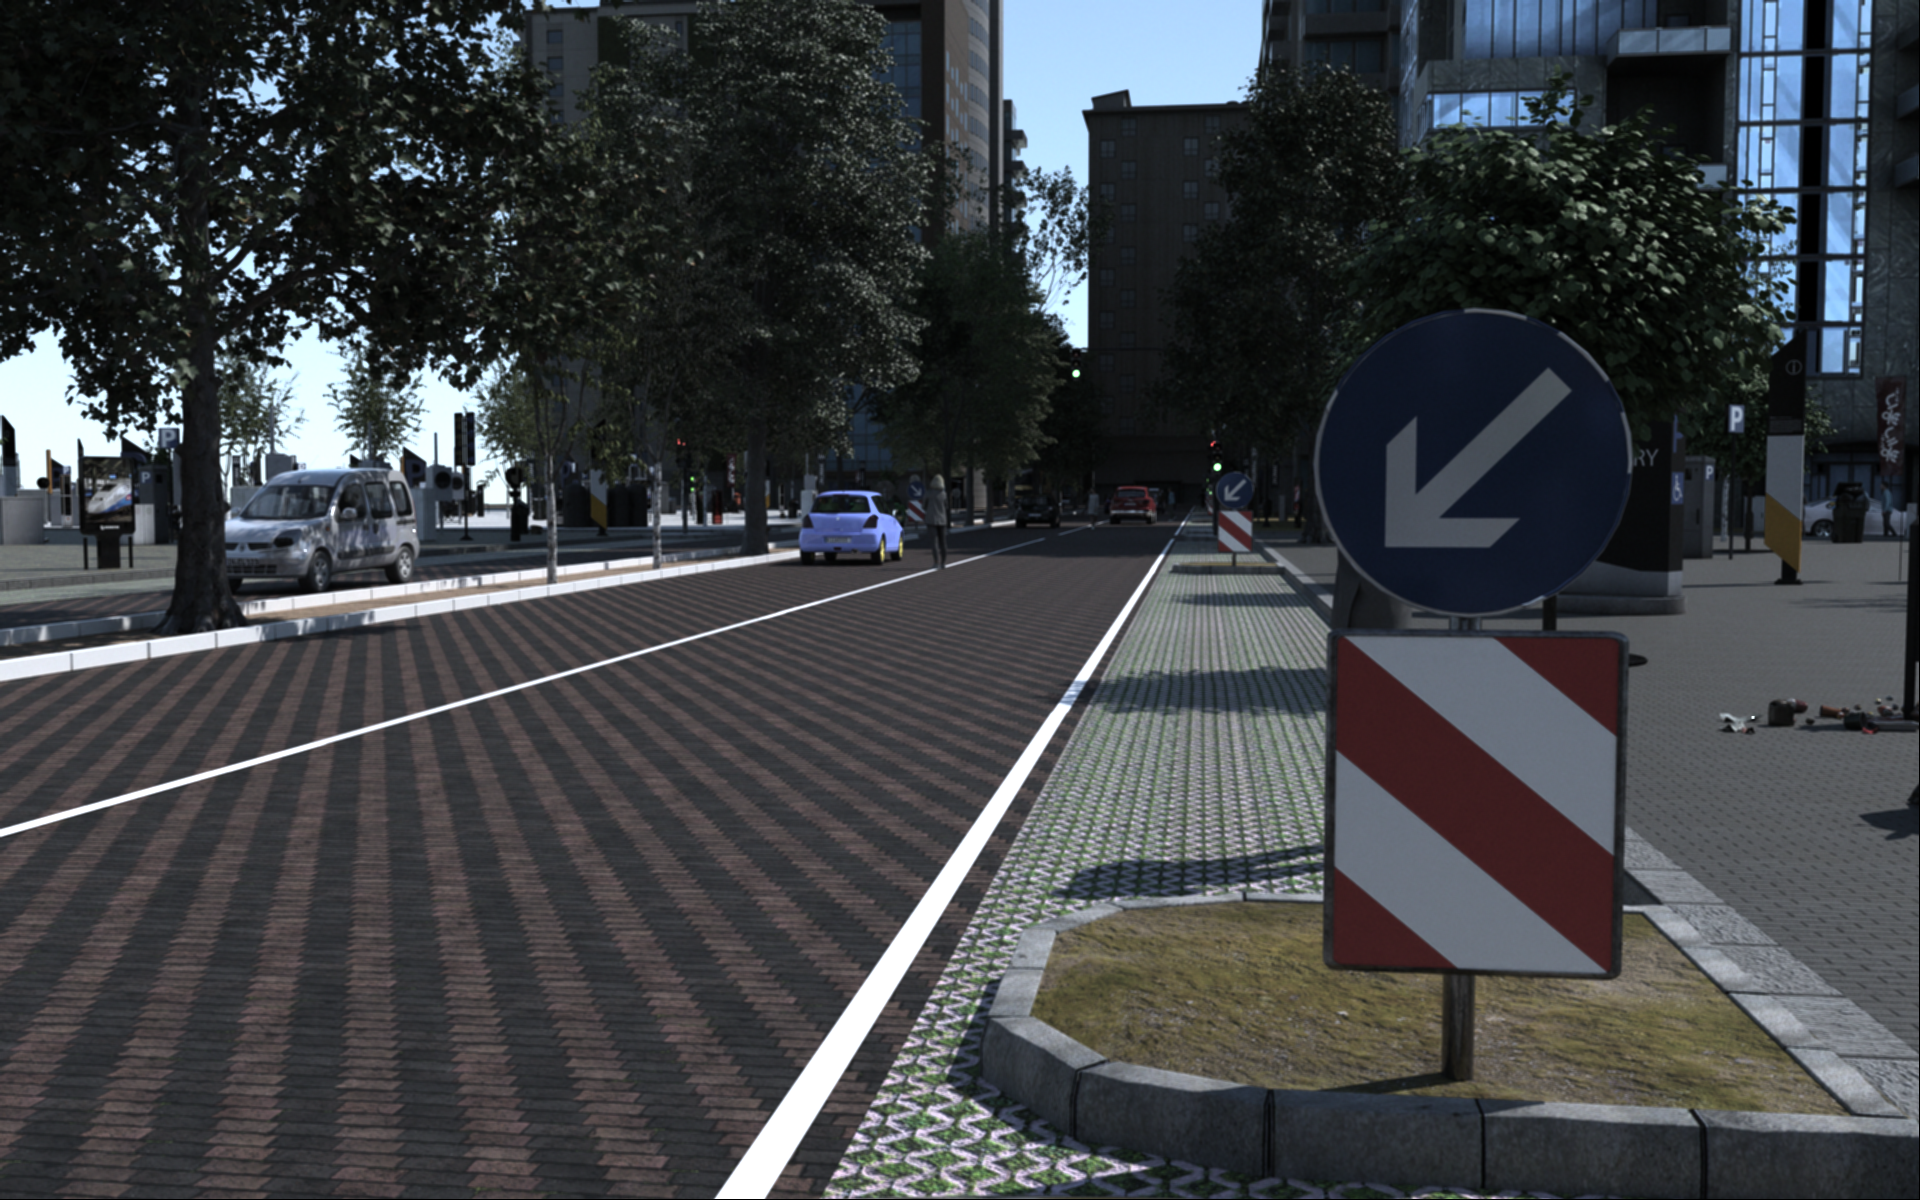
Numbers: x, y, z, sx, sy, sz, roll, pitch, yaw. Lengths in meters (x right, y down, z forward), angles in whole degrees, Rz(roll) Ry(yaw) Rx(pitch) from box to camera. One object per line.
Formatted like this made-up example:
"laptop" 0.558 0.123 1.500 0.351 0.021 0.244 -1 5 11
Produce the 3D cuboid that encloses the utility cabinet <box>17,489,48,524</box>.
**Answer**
"utility cabinet" -38.764 -3.890 72.273 1.173 1.500 0.318 -1 4 -22

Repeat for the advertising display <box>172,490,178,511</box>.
"advertising display" -50.131 -6.446 110.608 0.123 1.923 0.974 0 4 -6

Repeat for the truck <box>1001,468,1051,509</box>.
"truck" 5.257 -8.391 133.111 3.469 3.379 9.791 1 4 9

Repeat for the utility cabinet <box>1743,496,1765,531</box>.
"utility cabinet" 27.459 -2.973 59.771 1.020 1.237 0.306 -3 4 -36

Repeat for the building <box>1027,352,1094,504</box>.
"building" 3.128 -24.035 238.018 28.899 21.520 27.650 0 4 8

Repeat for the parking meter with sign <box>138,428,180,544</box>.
"parking meter with sign" -20.876 -2.967 44.769 0.543 3.016 1.738 0 4 7

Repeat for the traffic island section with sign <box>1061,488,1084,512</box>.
"traffic island section with sign" 8.939 -7.880 136.968 2.006 1.907 1.989 0 4 8

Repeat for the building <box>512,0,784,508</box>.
"building" -37.418 -40.667 206.897 28.212 58.520 21.231 0 4 8

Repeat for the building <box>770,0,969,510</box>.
"building" -7.073 -30.349 146.310 14.600 45.320 14.200 0 4 8

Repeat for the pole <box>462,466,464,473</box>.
"pole" -32.337 -7.277 112.822 0.158 3.312 0.155 0 3 0

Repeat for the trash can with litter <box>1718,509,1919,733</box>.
"trash can with litter" 5.174 0.078 9.776 2.233 1.210 1.678 -1 4 -12

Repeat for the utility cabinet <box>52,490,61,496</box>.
"utility cabinet" -45.009 -4.741 86.199 1.173 1.500 0.318 2 4 29

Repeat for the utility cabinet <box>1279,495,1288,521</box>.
"utility cabinet" 15.431 -4.366 82.544 0.306 1.237 1.020 1 4 19

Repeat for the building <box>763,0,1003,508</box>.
"building" -7.855 -38.250 167.389 21.231 58.520 28.212 0 4 8

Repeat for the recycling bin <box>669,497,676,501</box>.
"recycling bin" -23.622 -7.865 141.151 0.722 1.027 0.722 2 4 31

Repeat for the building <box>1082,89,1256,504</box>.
"building" 31.057 -39.386 233.198 27.495 52.752 28.713 0 4 8

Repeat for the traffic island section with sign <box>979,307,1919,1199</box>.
"traffic island section with sign" 1.094 0.253 4.493 1.989 1.847 2.006 0 4 8

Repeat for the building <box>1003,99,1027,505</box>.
"building" -7.835 -35.610 201.832 30.456 49.044 23.786 0 4 8

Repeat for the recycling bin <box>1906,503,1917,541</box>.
"recycling bin" 26.582 -2.146 47.641 0.722 1.027 0.722 -1 4 -16

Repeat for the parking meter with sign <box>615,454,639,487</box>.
"parking meter with sign" -14.615 -4.787 74.526 0.543 3.016 1.738 2 4 33

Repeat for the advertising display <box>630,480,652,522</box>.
"advertising display" -14.698 -4.558 79.735 0.974 1.923 0.123 0 4 -8

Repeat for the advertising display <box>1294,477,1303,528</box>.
"advertising display" 12.770 -3.682 65.419 0.123 1.923 0.974 0 4 -2

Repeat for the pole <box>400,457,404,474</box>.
"pole" -30.311 -6.134 94.140 0.158 3.312 0.155 0 3 0

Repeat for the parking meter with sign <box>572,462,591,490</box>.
"parking meter with sign" -20.577 -6.108 96.125 1.738 3.016 0.543 -2 4 -31

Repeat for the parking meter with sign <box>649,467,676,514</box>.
"parking meter with sign" -18.893 -6.973 110.262 0.543 3.016 1.738 3 5 44

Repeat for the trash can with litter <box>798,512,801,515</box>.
"trash can with litter" -8.856 -5.670 103.763 2.233 1.210 1.678 1 4 15

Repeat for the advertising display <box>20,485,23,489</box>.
"advertising display" -68.756 -7.420 126.528 0.123 1.923 0.974 0 4 5

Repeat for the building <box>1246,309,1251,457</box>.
"building" 40.202 -26.223 200.440 14.160 30.474 14.107 0 4 8

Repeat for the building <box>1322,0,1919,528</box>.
"building" 30.433 -46.294 69.581 31.000 86.520 22.319 0 4 8

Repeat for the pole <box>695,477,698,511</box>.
"pole" -20.249 -8.528 133.274 0.158 3.312 0.155 0 3 0

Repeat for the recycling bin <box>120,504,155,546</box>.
"recycling bin" -20.619 -1.873 43.175 0.722 1.027 0.722 1 4 21

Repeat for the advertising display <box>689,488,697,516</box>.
"advertising display" -15.935 -5.999 103.304 0.123 1.923 0.974 -2 4 -29

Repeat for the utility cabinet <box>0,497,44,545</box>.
"utility cabinet" -23.841 -2.005 43.947 0.306 1.237 1.020 3 5 40

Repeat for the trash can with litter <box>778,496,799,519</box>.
"trash can with litter" -8.990 -4.847 90.635 1.055 1.170 0.624 -1 4 -16

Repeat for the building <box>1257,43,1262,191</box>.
"building" 39.092 -31.133 163.647 22.147 44.769 28.867 0 4 8

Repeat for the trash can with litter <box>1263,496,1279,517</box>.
"trash can with litter" 17.763 -5.337 98.648 1.055 1.170 0.624 1 4 13

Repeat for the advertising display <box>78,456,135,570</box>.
"advertising display" -14.619 -1.498 29.699 0.123 1.923 0.974 2 4 29

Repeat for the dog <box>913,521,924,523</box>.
"dog" -2.072 -4.072 86.771 0.550 0.427 0.748 0 4 1

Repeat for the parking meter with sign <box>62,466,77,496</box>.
"parking meter with sign" -55.014 -6.831 107.944 0.543 3.016 1.738 1 4 15

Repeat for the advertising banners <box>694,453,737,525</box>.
"advertising banners" -10.279 -4.703 73.086 2.074 3.025 0.090 -3 4 -38

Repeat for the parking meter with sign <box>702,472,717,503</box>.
"parking meter with sign" -19.645 -8.609 137.017 1.738 3.016 0.543 2 4 27

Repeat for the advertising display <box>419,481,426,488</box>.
"advertising display" -26.566 -4.978 86.611 0.974 1.923 0.123 0 4 2

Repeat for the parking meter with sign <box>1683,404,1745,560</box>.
"parking meter with sign" 14.639 -2.341 34.544 0.543 3.016 1.738 -2 4 -35

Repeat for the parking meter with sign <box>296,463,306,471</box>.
"parking meter with sign" -37.485 -6.185 97.386 1.738 3.016 0.543 3 4 37

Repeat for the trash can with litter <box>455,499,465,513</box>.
"trash can with litter" -30.690 -5.862 107.227 0.624 1.170 1.055 2 4 34

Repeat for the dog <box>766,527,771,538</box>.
"dog" -5.584 -1.797 48.664 0.540 0.507 0.406 -1 4 -9

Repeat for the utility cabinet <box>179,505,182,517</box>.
"utility cabinet" -43.427 -5.282 97.524 1.020 1.237 0.306 -3 5 -41

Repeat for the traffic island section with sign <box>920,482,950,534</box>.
"traffic island section with sign" -1.470 -3.328 62.551 2.006 1.907 1.989 0 4 8

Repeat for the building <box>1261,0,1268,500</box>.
"building" 31.722 -28.067 142.484 14.154 41.232 14.086 0 4 8

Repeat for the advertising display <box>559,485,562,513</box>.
"advertising display" -26.474 -6.806 116.484 0.974 1.923 0.123 0 4 -5

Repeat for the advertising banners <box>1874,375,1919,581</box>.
"advertising banners" 14.113 -1.765 25.039 0.090 3.025 2.074 -2 4 -25

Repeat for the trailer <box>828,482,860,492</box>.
"trailer" -5.531 -4.518 80.918 1.471 1.999 3.904 0 4 8

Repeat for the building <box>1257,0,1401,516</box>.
"building" 31.245 -30.182 113.080 23.786 49.044 30.456 0 4 8

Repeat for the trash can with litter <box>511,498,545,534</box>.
"trash can with litter" -13.771 -2.682 55.236 1.055 1.170 0.624 0 4 6

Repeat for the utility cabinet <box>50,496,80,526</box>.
"utility cabinet" -35.556 -3.527 68.831 1.020 1.237 0.306 -1 4 -18

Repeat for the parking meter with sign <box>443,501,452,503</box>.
"parking meter with sign" -35.553 -7.453 118.122 1.738 3.016 0.543 -1 4 -22

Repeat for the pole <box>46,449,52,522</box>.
"pole" -41.640 -5.221 79.207 0.158 3.312 0.155 0 3 0

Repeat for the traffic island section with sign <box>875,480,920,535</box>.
"traffic island section with sign" -2.507 -2.880 55.217 2.006 1.907 1.989 0 4 8

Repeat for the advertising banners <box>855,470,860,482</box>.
"advertising banners" -8.069 -7.904 125.417 2.074 3.025 0.090 1 4 17
